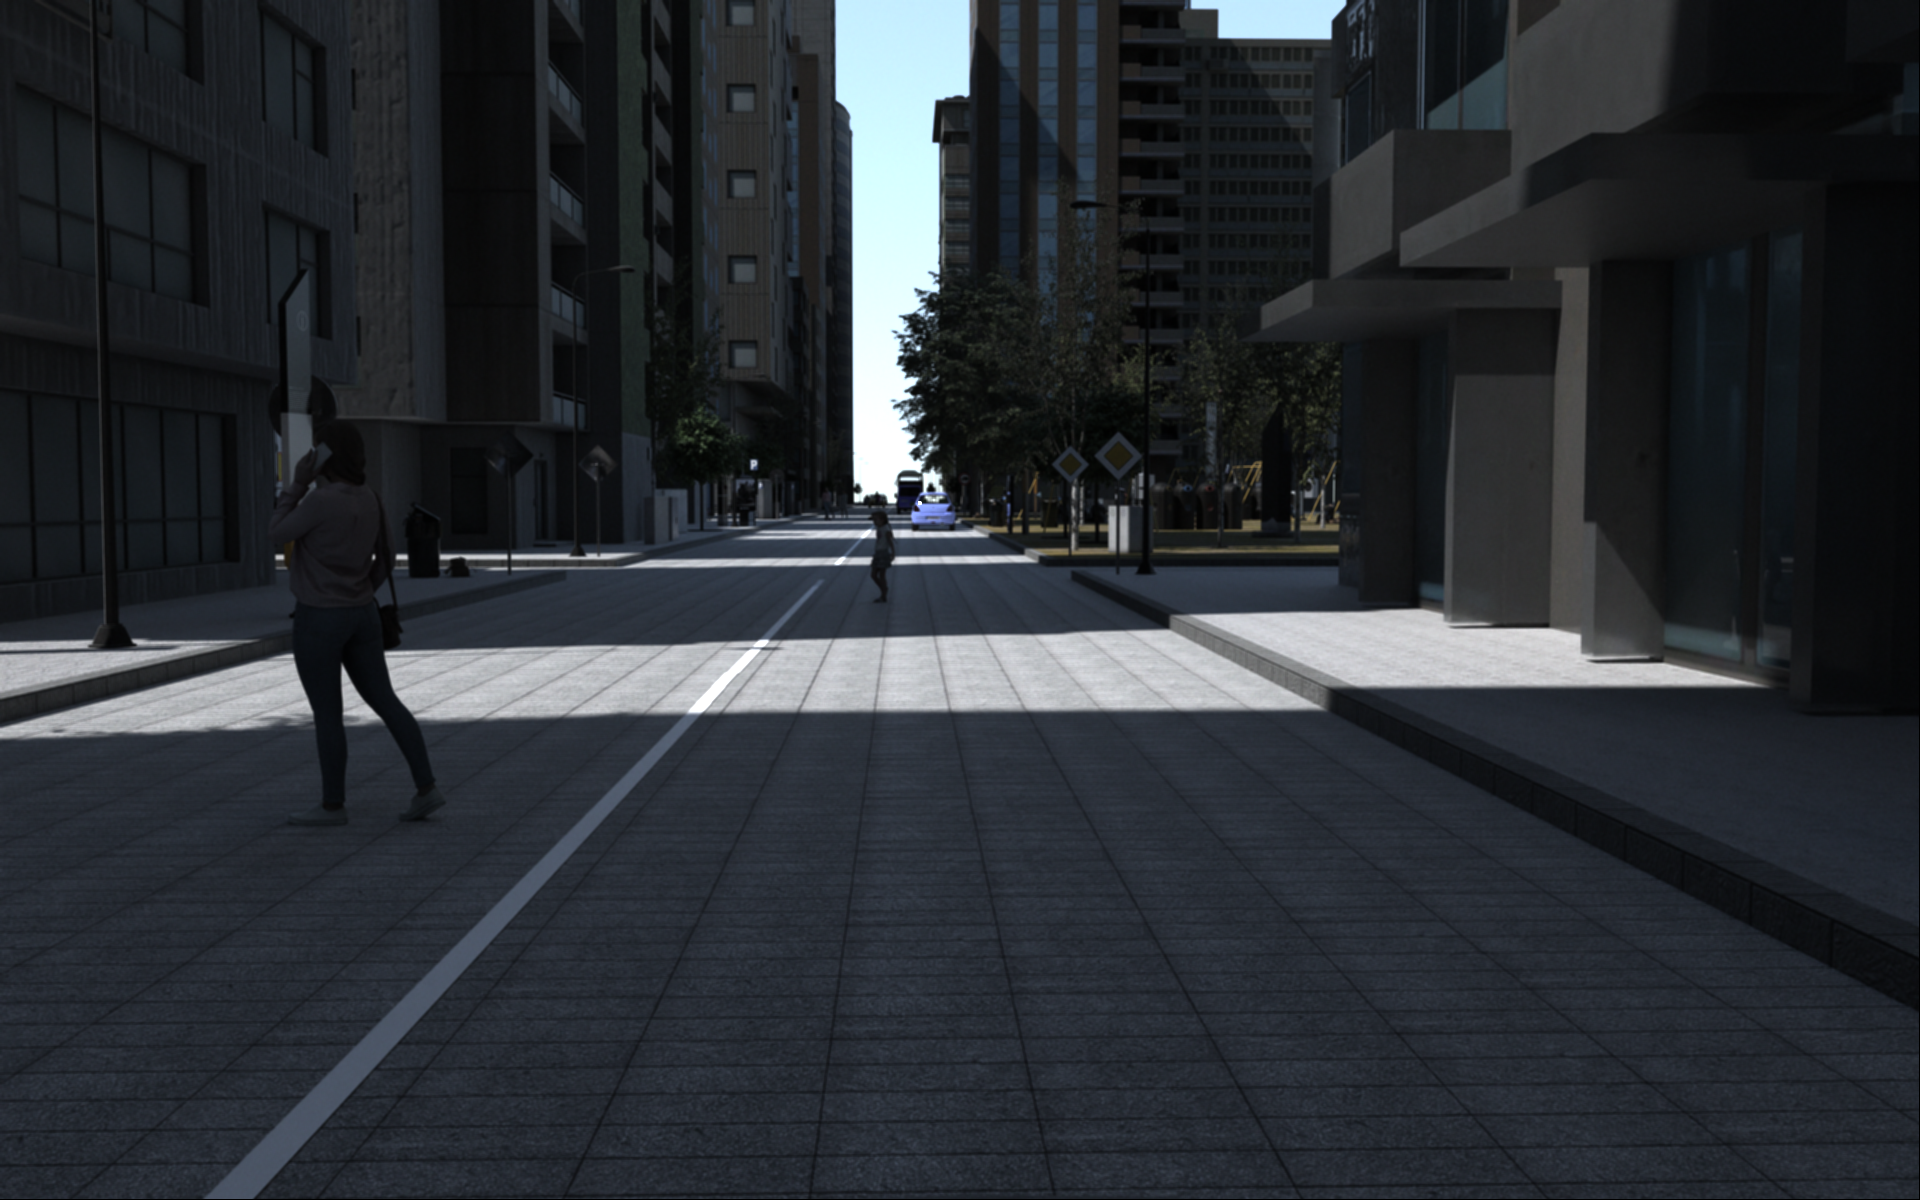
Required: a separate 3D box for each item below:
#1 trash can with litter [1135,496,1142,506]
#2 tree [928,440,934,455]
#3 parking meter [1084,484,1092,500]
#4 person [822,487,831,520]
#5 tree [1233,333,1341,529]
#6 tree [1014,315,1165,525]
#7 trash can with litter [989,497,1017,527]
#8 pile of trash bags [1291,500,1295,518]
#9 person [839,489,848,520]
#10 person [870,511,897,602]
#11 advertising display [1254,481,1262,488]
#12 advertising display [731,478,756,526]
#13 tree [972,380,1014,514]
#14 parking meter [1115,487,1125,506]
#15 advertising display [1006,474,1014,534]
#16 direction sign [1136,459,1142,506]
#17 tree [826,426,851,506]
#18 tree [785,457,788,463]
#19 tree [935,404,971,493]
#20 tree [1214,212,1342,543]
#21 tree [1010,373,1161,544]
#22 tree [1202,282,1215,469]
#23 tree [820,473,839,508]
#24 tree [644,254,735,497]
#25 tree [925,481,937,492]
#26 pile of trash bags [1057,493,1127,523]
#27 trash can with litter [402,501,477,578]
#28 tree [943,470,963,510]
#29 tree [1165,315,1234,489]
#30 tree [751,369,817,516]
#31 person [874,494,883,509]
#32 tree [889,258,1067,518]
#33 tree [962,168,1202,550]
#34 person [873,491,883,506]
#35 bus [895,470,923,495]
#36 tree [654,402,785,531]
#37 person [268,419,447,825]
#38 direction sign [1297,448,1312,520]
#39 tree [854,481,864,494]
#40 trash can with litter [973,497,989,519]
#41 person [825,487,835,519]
[{"bbox_3d":[9.504,-5.020,93.457,0.624,1.170,1.055,0,4,4],"label":"trash can with litter"},{"bbox_3d":[-1.704,-15.004,195.672,4.737,8.622,4.395,0,3,0],"label":"tree"},{"bbox_3d":[7.184,-5.580,96.942,0.399,1.863,0.255,-1,4,-8],"label":"parking meter"},{"bbox_3d":[-7.266,-5.245,94.261,0.555,1.821,0.388,-3,4,-37],"label":"person"},{"bbox_3d":[13.298,-6.973,64.371,4.737,8.622,4.395,0,3,0],"label":"tree"},{"bbox_3d":[5.206,-7.354,70.607,4.737,8.622,4.395,0,3,0],"label":"tree"},{"bbox_3d":[1.821,-3.613,70.457,0.624,1.170,1.055,-2,4,-28],"label":"trash can with litter"},{"bbox_3d":[16.230,-5.074,92.707,3.447,1.369,1.912,-2,4,-32],"label":"pile of trash bags"},{"bbox_3d":[-6.507,-5.374,97.119,0.466,1.731,0.760,1,4,12],"label":"person"},{"bbox_3d":[-0.969,-0.576,22.938,0.382,1.210,0.505,-2,4,-35],"label":"person"},{"bbox_3d":[15.465,-5.087,88.378,0.974,1.923,0.123,-1,4,-8],"label":"advertising display"},{"bbox_3d":[-8.664,-3.927,69.416,0.974,1.923,0.123,-1,4,-13],"label":"advertising display"},{"bbox_3d":[3.800,-9.427,104.495,4.737,8.622,4.395,0,3,0],"label":"tree"},{"bbox_3d":[5.721,-3.275,61.957,0.372,1.533,0.369,0,3,0],"label":"parking meter"},{"bbox_3d":[1.616,-3.102,55.932,0.123,1.923,0.974,0,4,-5],"label":"advertising display"},{"bbox_3d":[6.112,-4.137,59.630,0.379,3.537,0.876,-1,4,-14],"label":"direction sign"},{"bbox_3d":[-13.497,-14.447,186.572,4.360,8.622,3.978,0,3,0],"label":"tree"},{"bbox_3d":[-10.677,-6.575,91.208,4.285,4.588,4.351,0,3,0],"label":"tree"},{"bbox_3d":[1.610,-9.842,111.273,4.737,8.622,4.395,0,3,0],"label":"tree"},{"bbox_3d":[8.883,-5.796,45.128,4.360,8.622,3.978,0,3,0],"label":"tree"},{"bbox_3d":[3.150,-4.073,50.301,4.285,4.588,4.351,0,3,0],"label":"tree"},{"bbox_3d":[8.747,-6.595,58.189,4.360,8.622,3.978,0,3,0],"label":"tree"},{"bbox_3d":[-11.960,-10.102,159.772,1.663,3.219,1.824,0,3,0],"label":"tree"},{"bbox_3d":[-9.063,-6.238,52.354,4.737,8.622,4.395,0,3,0],"label":"tree"},{"bbox_3d":[-4.569,-16.440,263.397,1.663,3.219,1.824,0,3,0],"label":"tree"},{"bbox_3d":[6.067,-4.203,78.472,3.447,1.369,1.912,-2,4,-26],"label":"pile of trash bags"},{"bbox_3d":[-8.058,-0.943,26.811,1.055,1.170,0.624,-1,4,-23],"label":"trash can with litter"},{"bbox_3d":[-0.593,-8.914,140.342,1.663,3.219,1.824,0,3,0],"label":"tree"},{"bbox_3d":[11.093,-7.469,72.478,4.737,8.622,4.395,0,3,0],"label":"tree"},{"bbox_3d":[-10.419,-9.250,101.593,4.360,8.622,3.978,0,3,0],"label":"tree"},{"bbox_3d":[-7.519,-9.123,160.891,0.991,1.433,0.599,-1,4,-18],"label":"person"},{"bbox_3d":[0.938,-11.476,94.282,9.857,13.997,8.962,0,3,0],"label":"tree"},{"bbox_3d":[2.475,-5.445,39.388,4.360,8.622,3.978,0,3,0],"label":"tree"},{"bbox_3d":[-8.192,-9.971,172.312,1.217,1.735,0.721,2,4,34],"label":"person"},{"bbox_3d":[-5.198,-11.424,178.331,2.896,3.916,12.252,0,4,-3],"label":"bus"},{"bbox_3d":[-9.096,-4.687,60.339,4.285,4.588,4.351,0,3,0],"label":"tree"},{"bbox_3d":[-2.590,0.098,7.491,0.643,1.750,0.593,1,4,21],"label":"person"},{"bbox_3d":[16.788,-5.661,84.551,0.876,3.537,0.379,-2,4,-28],"label":"direction sign"},{"bbox_3d":[-14.579,-15.506,248.130,1.663,3.219,1.824,0,3,0],"label":"tree"},{"bbox_3d":[1.214,-4.813,90.083,1.055,1.170,0.624,-1,4,-14],"label":"trash can with litter"},{"bbox_3d":[-7.702,-5.691,101.403,0.748,1.841,0.638,3,5,43],"label":"person"}]
